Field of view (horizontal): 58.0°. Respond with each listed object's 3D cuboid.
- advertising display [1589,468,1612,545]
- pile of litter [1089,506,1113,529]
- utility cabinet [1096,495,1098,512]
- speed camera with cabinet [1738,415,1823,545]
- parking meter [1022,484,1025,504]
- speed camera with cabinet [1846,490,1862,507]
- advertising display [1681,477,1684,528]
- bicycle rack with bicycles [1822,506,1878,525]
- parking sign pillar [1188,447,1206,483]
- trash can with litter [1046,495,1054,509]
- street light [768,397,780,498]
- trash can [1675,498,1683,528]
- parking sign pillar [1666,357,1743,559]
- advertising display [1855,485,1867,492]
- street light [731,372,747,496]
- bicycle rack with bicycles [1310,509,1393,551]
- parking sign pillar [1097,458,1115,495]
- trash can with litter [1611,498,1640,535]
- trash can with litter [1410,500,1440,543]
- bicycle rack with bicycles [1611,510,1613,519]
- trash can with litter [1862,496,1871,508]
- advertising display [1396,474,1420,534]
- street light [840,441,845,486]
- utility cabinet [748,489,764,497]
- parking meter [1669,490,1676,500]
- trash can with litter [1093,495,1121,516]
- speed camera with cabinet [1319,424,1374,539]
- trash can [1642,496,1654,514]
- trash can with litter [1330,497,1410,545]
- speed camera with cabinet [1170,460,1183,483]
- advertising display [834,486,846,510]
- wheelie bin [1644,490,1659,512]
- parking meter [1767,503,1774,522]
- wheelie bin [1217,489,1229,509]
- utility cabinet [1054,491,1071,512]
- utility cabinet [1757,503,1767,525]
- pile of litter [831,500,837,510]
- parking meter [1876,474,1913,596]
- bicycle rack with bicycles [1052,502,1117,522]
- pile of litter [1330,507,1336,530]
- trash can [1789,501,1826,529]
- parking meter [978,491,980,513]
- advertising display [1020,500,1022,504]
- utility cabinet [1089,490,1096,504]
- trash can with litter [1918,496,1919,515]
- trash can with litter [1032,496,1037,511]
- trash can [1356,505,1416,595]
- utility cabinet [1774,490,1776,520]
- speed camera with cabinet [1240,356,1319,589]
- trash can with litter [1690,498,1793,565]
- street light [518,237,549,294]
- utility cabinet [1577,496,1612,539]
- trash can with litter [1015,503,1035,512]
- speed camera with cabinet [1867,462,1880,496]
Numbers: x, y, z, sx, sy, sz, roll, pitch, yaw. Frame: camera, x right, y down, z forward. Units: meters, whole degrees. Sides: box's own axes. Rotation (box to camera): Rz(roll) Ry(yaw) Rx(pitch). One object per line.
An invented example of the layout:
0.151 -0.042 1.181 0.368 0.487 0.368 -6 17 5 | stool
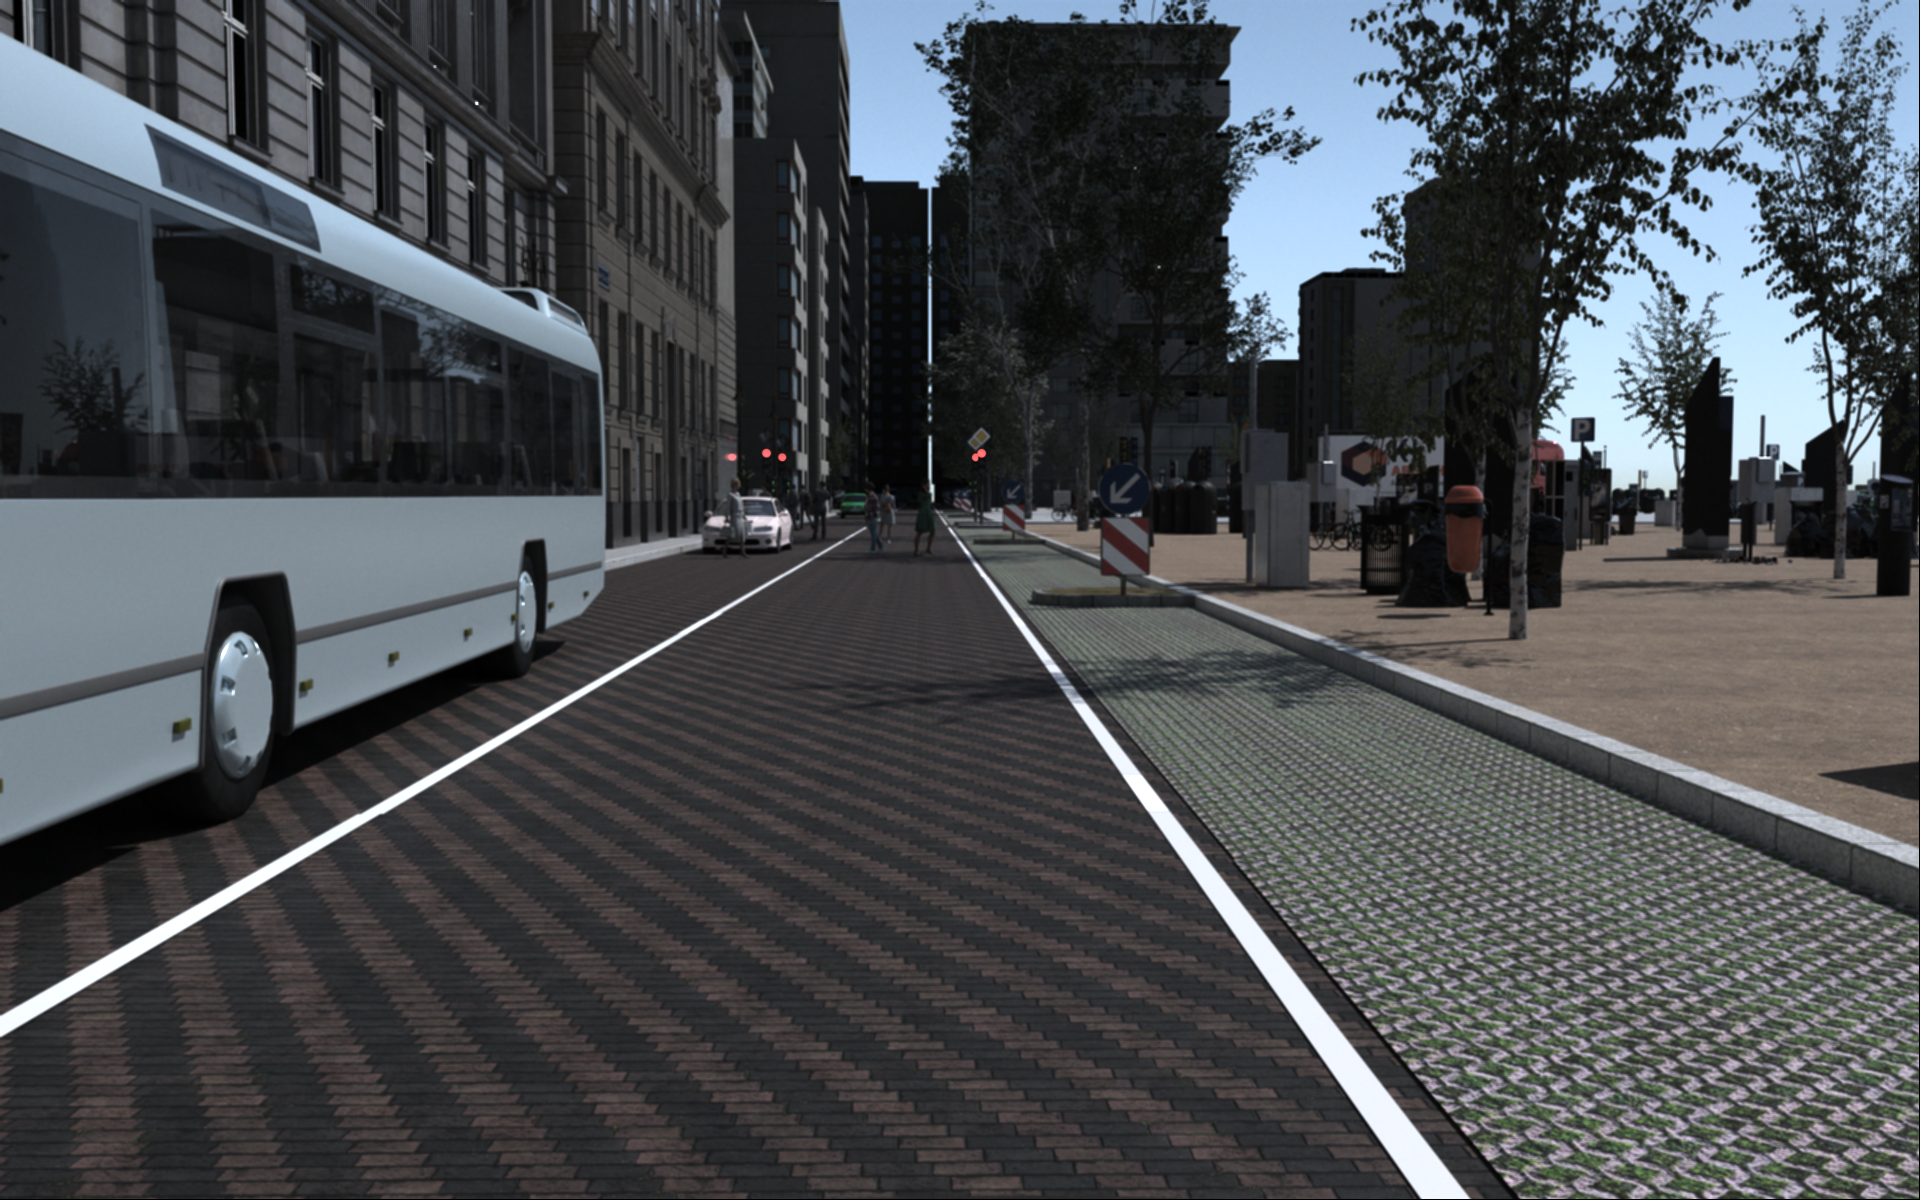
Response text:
16.203 -2.363 43.853 0.123 1.923 0.974 0 4 -5 | advertising display
5.462 -3.095 64.563 1.719 0.858 1.176 1 4 22 | pile of litter
9.544 -6.720 121.033 1.020 1.237 0.306 -2 4 -35 | utility cabinet
20.762 -3.026 43.806 2.038 3.252 0.660 -1 4 -11 | speed camera with cabinet
3.891 -5.926 102.609 0.399 1.863 0.255 -1 4 -15 | parking meter
37.028 -4.852 73.659 2.038 3.252 0.660 0 4 1 | speed camera with cabinet
27.631 -3.671 65.231 0.974 1.923 0.123 1 4 21 | advertising display
26.953 -2.386 52.392 2.925 0.926 2.852 -1 4 -13 | bicycle rack with bicycles
13.497 -6.781 99.335 1.447 3.967 1.447 -1 4 -16 | parking sign pillar
7.740 -8.269 146.251 1.678 1.210 2.233 2 4 28 | trash can with litter
-8.645 -6.597 80.646 0.468 5.910 1.993 0 4 -1 | street light
27.783 -3.350 66.430 0.748 1.137 0.748 0 3 0 | trash can
15.013 -2.833 34.785 1.447 3.967 1.447 0 4 1 | parking sign pillar
63.455 -7.132 121.819 0.974 1.923 0.123 0 4 -2 | advertising display
-8.351 -5.684 65.721 0.468 5.910 1.993 0 4 -1 | street light
9.018 -1.618 39.841 2.852 0.926 2.925 -2 4 -28 | bicycle rack with bicycles
10.701 -8.476 127.056 1.447 3.967 1.447 0 4 -7 | parking sign pillar
20.627 -2.612 54.095 1.055 1.170 0.624 0 4 -5 | trash can with litter
9.108 -1.359 33.602 0.624 1.170 1.055 3 5 43 | trash can with litter
30.111 -4.280 83.364 2.852 0.926 2.925 -3 5 -40 | bicycle rack with bicycles
69.018 -7.292 130.282 1.678 1.210 2.233 -1 4 -21 | trash can with litter
14.353 -3.048 55.046 0.974 1.923 0.123 0 4 5 | advertising display
-10.035 -10.763 148.762 0.468 5.910 1.993 0 4 -1 | street light
-9.477 -4.388 80.424 0.318 1.500 1.173 1 4 19 | utility cabinet
44.113 -6.043 107.222 0.372 1.533 0.369 0 3 0 | parking meter
8.511 -5.601 102.629 2.233 1.210 1.678 0 4 7 | trash can with litter
10.888 -3.379 49.581 2.038 3.252 0.660 -2 4 -27 | speed camera with cabinet
45.247 -6.253 113.886 0.748 1.137 0.748 0 3 0 | trash can
10.664 -2.037 44.369 1.678 1.210 2.233 2 4 29 | trash can with litter
13.433 -6.579 101.906 2.038 3.252 0.660 1 4 17 | speed camera with cabinet
-9.859 -8.362 141.940 0.974 1.923 0.123 0 4 3 | advertising display
48.386 -6.926 121.148 0.980 1.594 0.693 1 4 20 | wheelie bin
37.901 -4.604 80.981 0.255 1.863 0.399 3 5 40 | parking meter
14.755 -5.521 98.180 0.980 1.594 0.693 0 4 0 | wheelie bin
7.109 -6.841 120.525 1.173 1.500 0.318 0 4 5 | utility cabinet
33.459 -3.776 72.905 0.306 1.237 1.020 -2 4 -23 | utility cabinet
-10.685 -7.952 143.984 1.176 0.858 1.719 2 4 32 | pile of litter
11.835 -0.826 21.923 0.372 1.533 0.369 0 3 0 | parking meter
6.140 -4.182 81.761 2.925 0.926 2.852 2 4 33 | bicycle rack with bicycles
13.143 -2.838 60.367 1.719 0.858 1.176 2 4 28 | pile of litter
18.367 -1.586 37.584 0.748 1.137 0.748 0 3 0 | trash can
1.410 -6.831 120.095 0.372 1.533 0.369 0 3 0 | parking meter
4.970 -8.338 141.542 0.123 1.923 0.974 0 4 -3 | advertising display
7.831 -6.010 106.947 1.173 1.500 0.318 3 4 39 | utility cabinet
63.315 -6.280 113.736 1.678 1.210 2.233 -1 4 -15 | trash can with litter
5.638 -7.418 132.671 0.624 1.170 1.055 -1 4 -20 | trash can with litter
5.446 -0.644 22.189 0.748 1.137 0.748 0 3 0 | trash can
40.515 -4.731 86.038 1.173 1.500 0.318 2 4 30 | utility cabinet
4.404 -1.828 24.217 0.660 3.252 2.038 0 4 -1 | speed camera with cabinet
14.717 -1.306 32.415 1.678 1.210 2.233 1 4 14 | trash can with litter
-7.676 -3.583 31.364 0.468 5.910 1.993 0 4 -1 | street light
18.312 -2.384 50.139 0.306 1.237 1.020 -3 5 -43 | utility cabinet
4.355 -7.027 125.942 2.233 1.210 1.678 0 4 2 | trash can with litter
54.935 -6.797 105.471 2.038 3.252 0.660 1 4 13 | speed camera with cabinet
